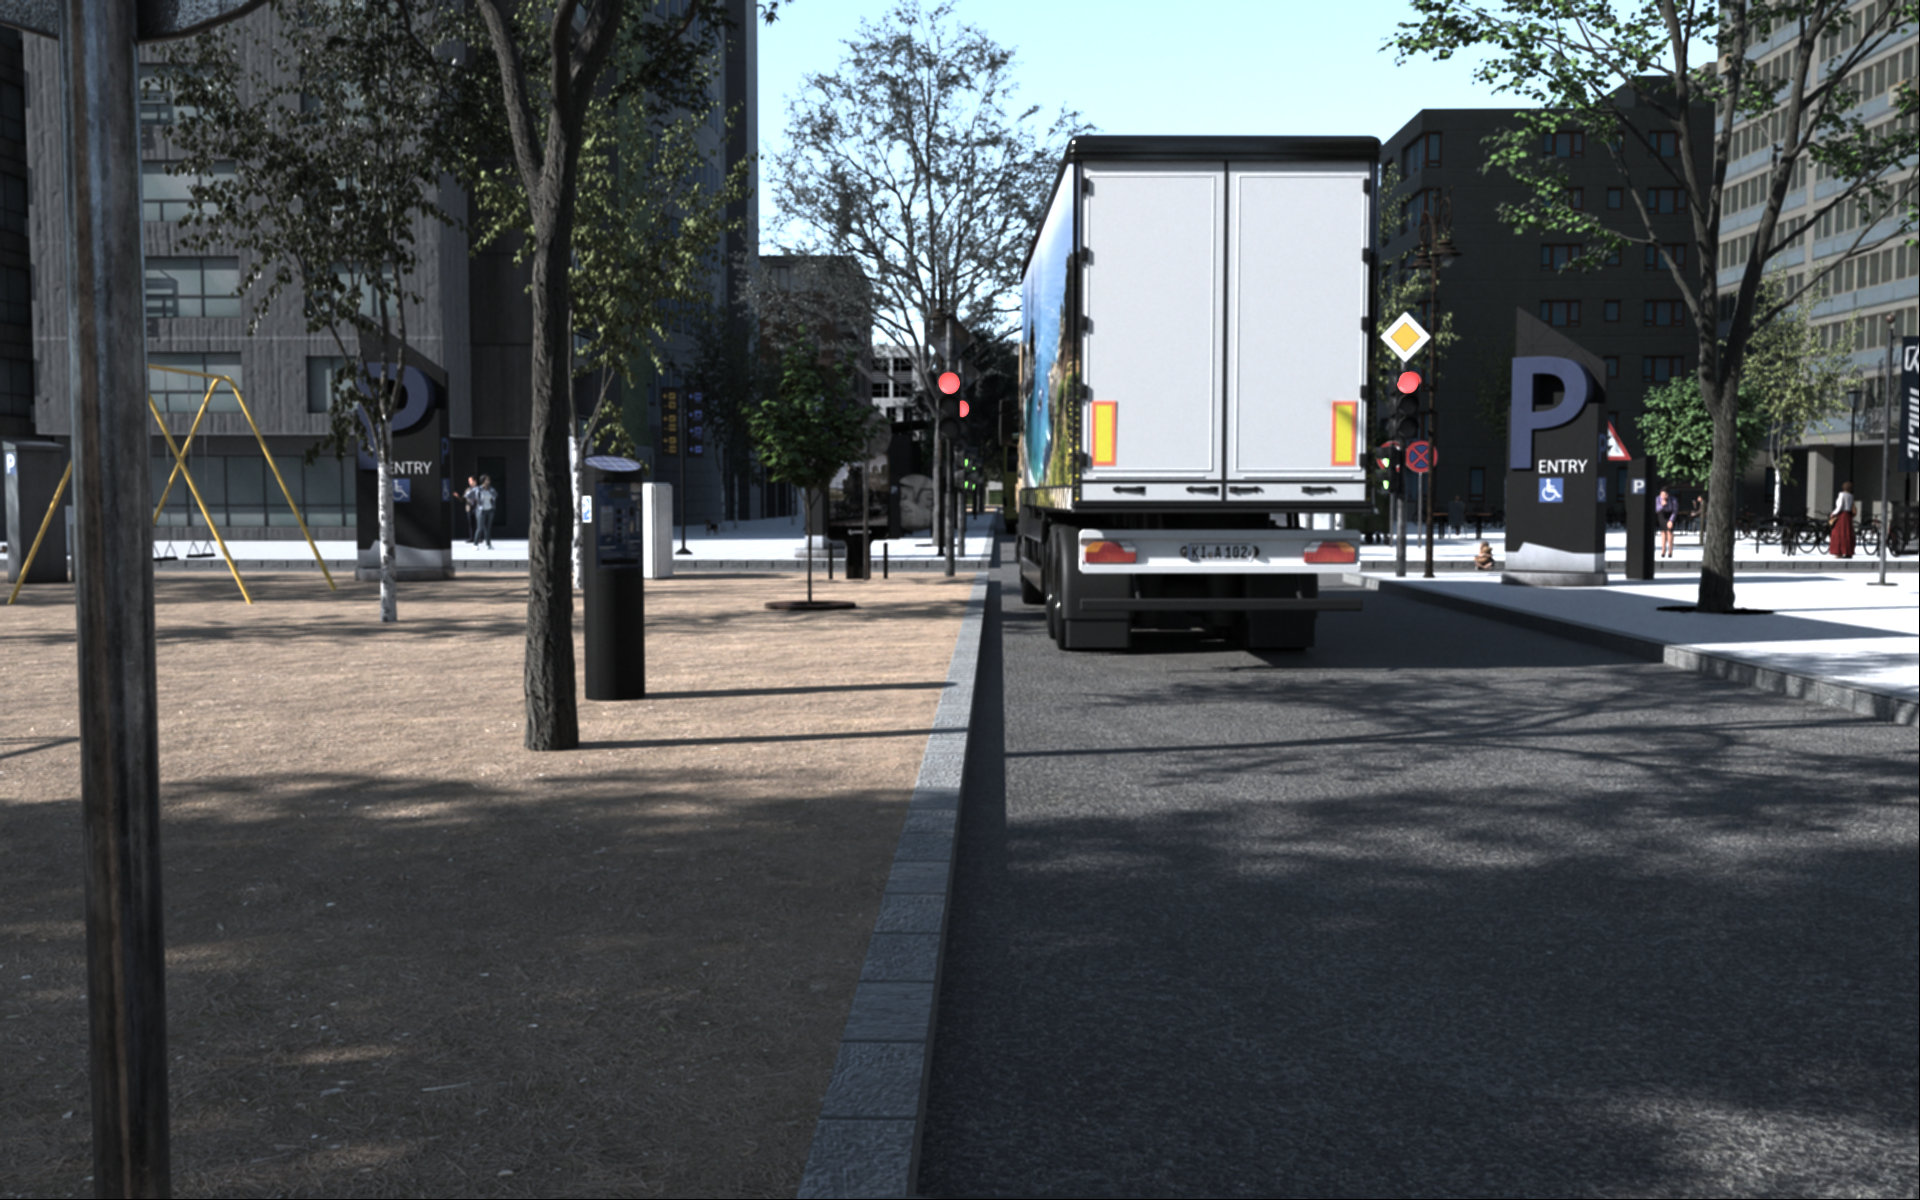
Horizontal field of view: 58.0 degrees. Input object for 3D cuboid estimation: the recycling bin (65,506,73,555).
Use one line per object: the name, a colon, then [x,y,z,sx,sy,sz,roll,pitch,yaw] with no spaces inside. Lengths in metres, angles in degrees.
recycling bin: [-19.176,-1.470,36.587,0.722,1.027,0.722,0,4,1]

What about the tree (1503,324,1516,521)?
tree: [23.655,-7.581,74.310,4.737,8.622,4.395,0,3,0]

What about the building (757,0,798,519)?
building: [-20.022,-40.309,97.309,20.563,71.187,20.611,0,4,1]

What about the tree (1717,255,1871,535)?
tree: [25.850,-6.341,54.039,4.737,8.622,4.395,0,3,0]

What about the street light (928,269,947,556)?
street light: [-0.390,-3.851,35.748,0.468,5.910,1.993,0,4,1]

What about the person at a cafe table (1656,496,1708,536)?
person at a cafe table: [22.236,-2.586,53.139,1.726,1.238,1.698,2,4,30]

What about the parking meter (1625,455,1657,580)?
parking meter: [10.224,-1.243,26.034,0.399,1.863,0.255,3,5,41]

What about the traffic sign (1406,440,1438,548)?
traffic sign: [10.922,-2.506,41.086,0.768,2.556,0.104,1,4,9]

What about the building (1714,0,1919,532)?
building: [40.826,-22.341,57.155,23.993,40.220,32.217,0,4,1]

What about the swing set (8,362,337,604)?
swing set: [-9.715,-1.472,21.694,2.862,2.851,3.119,0,4,-1]

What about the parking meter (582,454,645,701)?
parking meter: [-2.174,-0.151,10.872,0.372,1.533,0.369,0,3,0]

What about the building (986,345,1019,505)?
building: [19.336,-21.122,211.809,31.486,18.905,16.747,0,4,1]

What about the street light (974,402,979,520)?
street light: [0.757,-6.965,86.659,0.468,5.910,1.993,0,4,1]

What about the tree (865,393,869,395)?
tree: [-6.779,-8.883,95.593,4.737,8.622,4.395,0,3,0]

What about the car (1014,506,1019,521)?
car: [2.725,-2.560,53.651,2.131,1.459,4.920,0,4,3]

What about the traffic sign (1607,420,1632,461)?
traffic sign: [10.213,-1.687,27.591,0.884,2.594,0.081,1,4,10]

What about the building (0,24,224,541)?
building: [-32.761,-22.518,51.768,14.086,41.232,14.154,0,4,1]

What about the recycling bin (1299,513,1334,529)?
recycling bin: [7.449,-1.452,36.297,0.722,1.027,0.722,1,4,17]

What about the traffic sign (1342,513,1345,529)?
traffic sign: [9.417,-2.594,42.510,0.768,2.556,0.104,0,4,7]

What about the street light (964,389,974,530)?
street light: [0.153,-5.408,61.204,0.468,5.910,1.993,0,4,1]

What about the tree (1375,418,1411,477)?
tree: [17.991,-5.609,75.428,4.285,4.588,4.351,0,3,0]

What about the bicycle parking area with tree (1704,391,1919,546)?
bicycle parking area with tree: [24.374,-3.585,45.615,9.016,4.147,8.231,2,4,26]

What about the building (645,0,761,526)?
building: [-20.950,-32.463,72.775,21.231,58.520,28.212,0,4,1]

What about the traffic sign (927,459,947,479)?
traffic sign: [-0.804,-3.740,61.254,0.768,2.556,0.104,0,4,5]

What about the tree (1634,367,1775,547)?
tree: [18.333,-3.615,42.820,4.285,4.588,4.351,0,3,0]

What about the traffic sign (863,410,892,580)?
traffic sign: [-1.400,-1.565,25.702,0.768,2.556,0.104,1,4,8]

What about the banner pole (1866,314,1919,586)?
banner pole: [13.195,-2.091,24.208,0.863,3.779,0.401,0,4,8]

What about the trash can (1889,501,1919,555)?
trash can: [20.032,-1.527,36.614,0.748,1.137,0.748,0,3,0]

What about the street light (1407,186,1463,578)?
street light: [7.192,-3.278,26.379,0.468,5.910,1.993,0,4,1]

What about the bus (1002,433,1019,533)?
bus: [2.982,-4.590,66.597,2.896,3.916,12.252,0,4,2]

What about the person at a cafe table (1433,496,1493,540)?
person at a cafe table: [14.159,-2.342,49.153,1.698,1.238,1.726,1,4,22]

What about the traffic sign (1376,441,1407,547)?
traffic sign: [10.382,-2.539,41.623,0.768,2.556,0.104,1,4,10]

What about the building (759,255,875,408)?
building: [-25.002,-19.483,162.519,32.646,21.610,27.936,0,4,1]

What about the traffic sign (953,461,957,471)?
traffic sign: [-0.205,-4.110,67.200,0.884,2.594,0.081,1,4,8]

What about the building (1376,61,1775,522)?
building: [34.847,-15.110,92.085,27.650,21.520,28.899,0,4,1]

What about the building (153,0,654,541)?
building: [-17.701,-22.524,51.861,14.154,41.232,14.086,0,4,1]

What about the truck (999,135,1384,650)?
truck: [2.004,-1.850,19.160,2.839,4.237,11.283,0,4,-1]

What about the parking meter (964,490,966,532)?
parking meter: [0.069,-3.235,58.597,0.255,1.863,0.399,0,4,-3]

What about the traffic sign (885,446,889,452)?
traffic sign: [-1.455,-1.633,26.808,0.768,2.556,0.104,0,4,3]

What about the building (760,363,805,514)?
building: [-14.193,-11.206,125.366,9.099,9.664,28.070,0,4,1]

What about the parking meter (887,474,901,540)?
parking meter: [-1.895,-2.646,48.967,0.399,1.863,0.255,-1,4,-23]

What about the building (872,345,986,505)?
building: [-12.174,-21.239,213.720,31.486,18.905,16.747,0,4,1]

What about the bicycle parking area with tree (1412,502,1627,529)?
bicycle parking area with tree: [21.615,-4.874,66.691,9.016,4.147,8.231,2,4,24]

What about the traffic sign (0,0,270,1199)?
traffic sign: [-0.950,-0.112,1.939,0.768,2.556,0.104,0,4,7]
